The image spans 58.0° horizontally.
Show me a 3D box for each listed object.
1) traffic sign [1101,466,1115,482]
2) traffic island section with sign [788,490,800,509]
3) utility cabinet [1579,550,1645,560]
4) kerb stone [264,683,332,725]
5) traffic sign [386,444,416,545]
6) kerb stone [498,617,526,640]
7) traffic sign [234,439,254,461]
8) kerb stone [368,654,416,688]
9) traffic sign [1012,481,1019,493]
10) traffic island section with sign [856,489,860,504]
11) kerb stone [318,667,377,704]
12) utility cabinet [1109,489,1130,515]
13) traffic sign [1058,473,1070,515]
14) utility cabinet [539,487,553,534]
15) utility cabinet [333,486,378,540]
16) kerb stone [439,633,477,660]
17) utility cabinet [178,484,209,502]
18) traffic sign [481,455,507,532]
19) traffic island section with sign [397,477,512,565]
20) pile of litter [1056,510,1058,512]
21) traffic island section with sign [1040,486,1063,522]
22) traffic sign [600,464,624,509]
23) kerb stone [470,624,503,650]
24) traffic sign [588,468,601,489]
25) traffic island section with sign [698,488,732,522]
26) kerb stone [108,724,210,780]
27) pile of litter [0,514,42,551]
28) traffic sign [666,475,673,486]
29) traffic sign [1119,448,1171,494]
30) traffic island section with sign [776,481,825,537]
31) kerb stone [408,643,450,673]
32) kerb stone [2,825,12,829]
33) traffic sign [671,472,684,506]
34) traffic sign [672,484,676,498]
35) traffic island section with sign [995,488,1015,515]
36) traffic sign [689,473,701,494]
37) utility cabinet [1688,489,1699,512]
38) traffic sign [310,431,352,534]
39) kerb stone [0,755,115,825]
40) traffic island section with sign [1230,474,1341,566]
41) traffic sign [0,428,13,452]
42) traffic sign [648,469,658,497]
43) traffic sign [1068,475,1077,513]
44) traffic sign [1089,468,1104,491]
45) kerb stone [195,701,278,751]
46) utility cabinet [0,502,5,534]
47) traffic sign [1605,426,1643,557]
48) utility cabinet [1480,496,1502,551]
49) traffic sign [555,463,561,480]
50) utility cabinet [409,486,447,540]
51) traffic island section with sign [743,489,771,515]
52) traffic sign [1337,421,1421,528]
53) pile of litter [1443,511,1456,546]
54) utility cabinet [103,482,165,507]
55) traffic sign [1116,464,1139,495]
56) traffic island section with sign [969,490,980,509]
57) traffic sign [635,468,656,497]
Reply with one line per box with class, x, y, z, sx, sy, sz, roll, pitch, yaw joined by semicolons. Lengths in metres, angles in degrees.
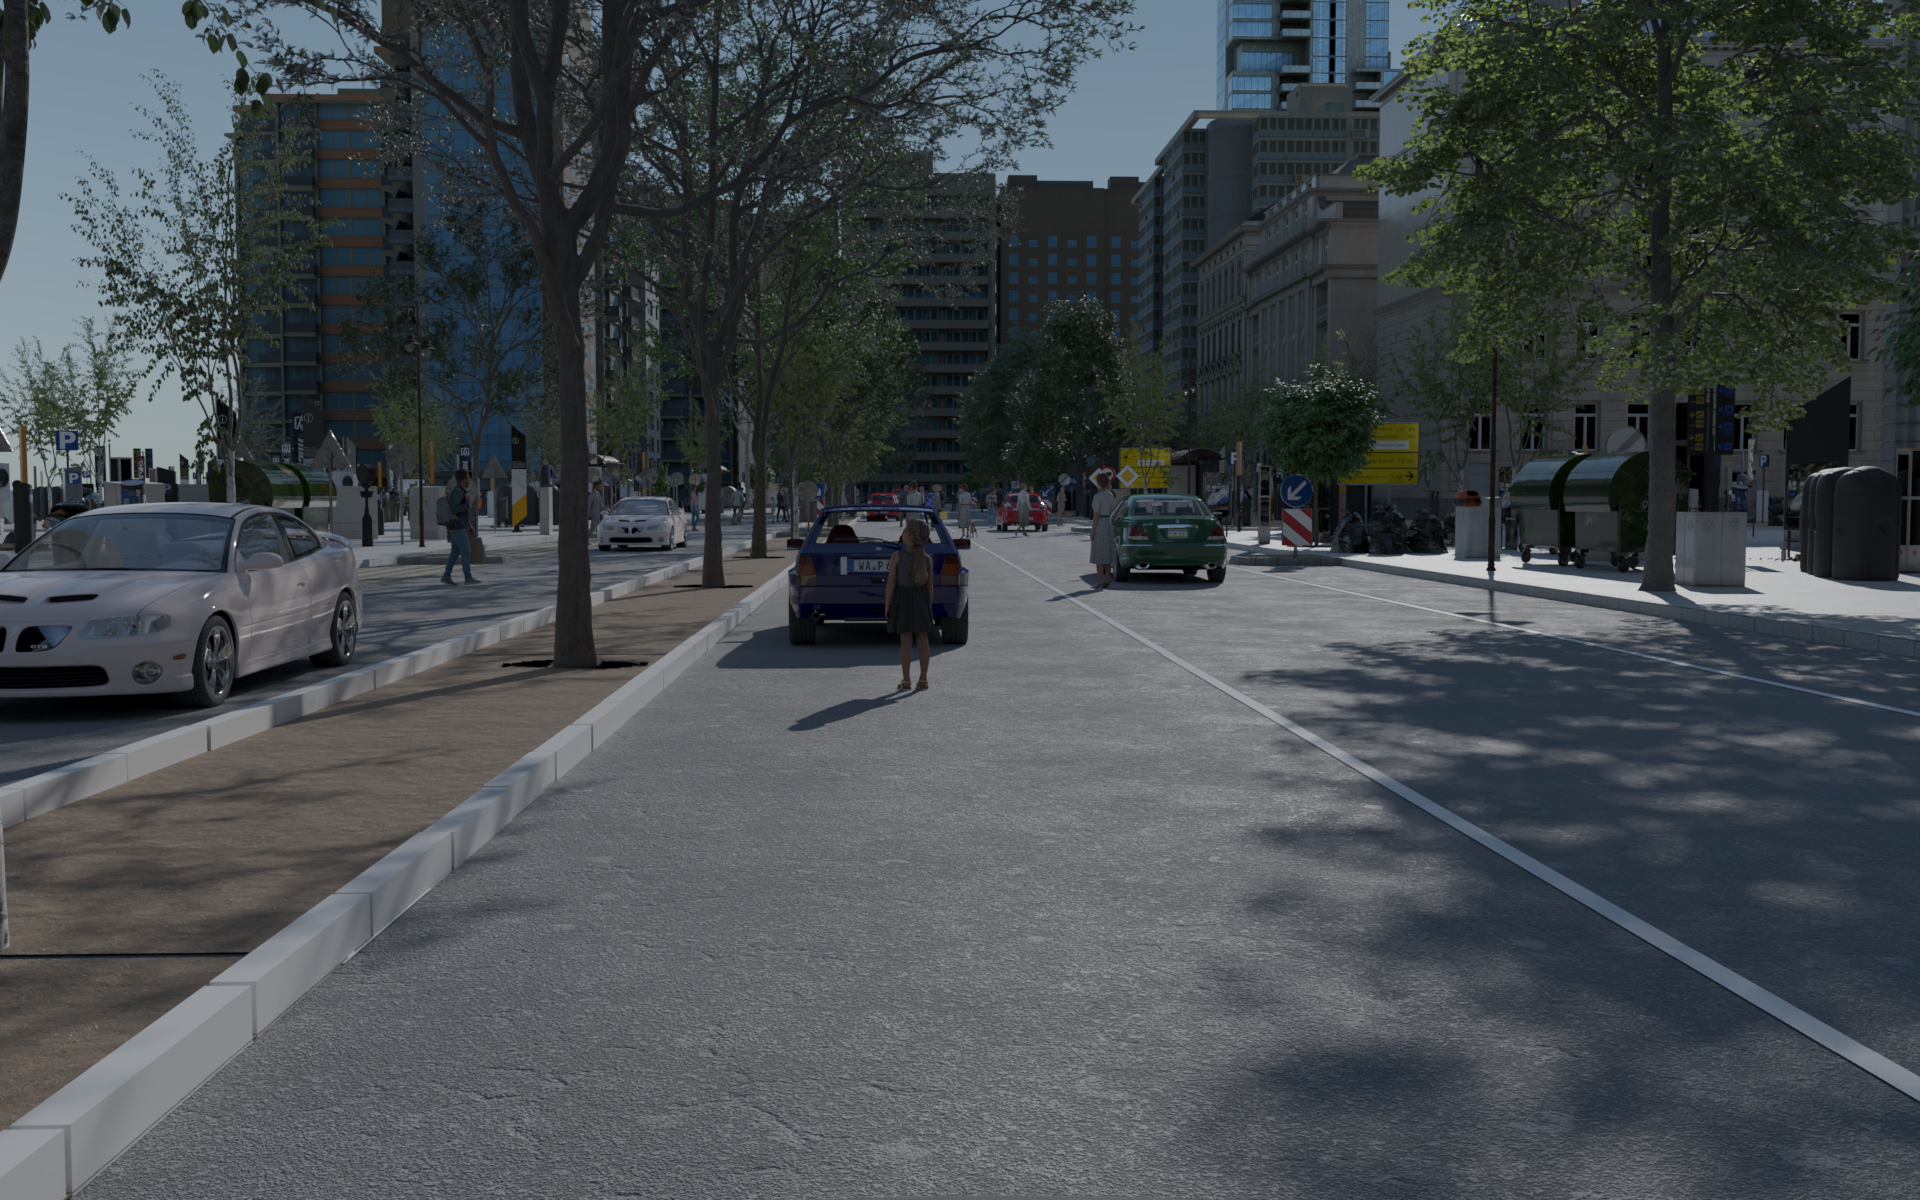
traffic sign;6.658;-4.797;78.537;0.768;2.556;0.104;0;4;6
traffic island section with sign;-15.756;-9.732;167.740;1.989;1.847;2.006;0;4;-2
utility cabinet;12.489;-1.499;33.187;1.173;1.500;0.318;0;4;6
kerb stone;-4.277;0.677;11.125;0.120;0.150;1.000;0;4;-2
traffic sign;-14.171;-2.681;43.937;0.768;2.556;0.104;0;4;1
kerb stone;-4.524;0.301;17.277;0.120;0.150;1.000;0;4;-2
traffic sign;-16.825;-2.481;40.560;0.884;2.594;0.081;0;4;3
kerb stone;-4.353;0.552;13.174;0.120;0.150;1.000;0;4;-2
traffic sign;4.403;-8.296;137.770;0.606;2.300;0.079;0;4;6
traffic island section with sign;-8.484;-8.109;140.721;2.006;1.907;1.989;0;4;-2
kerb stone;-4.320;0.615;12.146;0.120;0.150;1.000;0;4;-2
utility cabinet;7.296;-4.384;80.354;1.173;1.500;0.318;-1;4;-22
traffic sign;6.415;-6.525;106.784;0.768;2.556;0.104;0;4;-1
utility cabinet;-13.198;-2.844;55.174;0.318;1.500;1.173;0;4;-8
utility cabinet;-16.792;-2.411;48.101;1.173;1.500;0.318;-1;4;-19
kerb stone;-4.448;0.426;15.224;0.120;0.150;1.000;0;4;-2
utility cabinet;-17.183;-1.818;38.411;0.318;1.500;1.173;3;5;43
traffic sign;-15.551;-3.537;57.835;0.884;2.594;0.081;0;4;2
traffic island section with sign;-10.408;-1.668;35.894;1.989;1.847;2.006;0;4;-2
pile of litter;6.440;-6.860;126.129;1.176;0.858;1.719;-2;4;-28
traffic island section with sign;4.348;-5.038;90.998;1.989;1.847;2.006;0;4;-2
traffic sign;-11.596;-3.305;57.686;0.795;2.450;0.064;0;4;-2
kerb stone;-4.488;0.365;16.248;0.120;0.150;1.000;0;4;-2
traffic sign;-17.854;-5.148;84.280;0.768;2.556;0.104;0;4;-1
traffic island section with sign;-12.626;-5.012;90.571;1.989;1.847;2.006;0;4;-2
kerb stone;-4.203;0.802;9.077;0.120;0.150;1.000;0;4;-2
pile of litter;-21.398;-1.562;39.509;1.719;0.858;1.176;1;4;19
traffic sign;-17.340;-6.240;103.215;0.795;2.450;0.064;0;4;0
traffic sign;8.122;-5.020;75.949;2.265;3.308;0.079;0;4;1
traffic island section with sign;-5.137;-3.065;58.243;2.006;1.907;1.989;0;4;-2
kerb stone;-4.395;0.491;14.200;0.120;0.150;1.000;0;4;-2
kerb stone;-4.113;0.928;7.032;0.120;0.150;1.000;0;4;-2
traffic sign;-16.444;-6.151;100.679;0.768;2.556;0.104;0;4;3
traffic sign;-20.642;-7.638;124.988;0.768;2.556;0.104;0;4;0
traffic island section with sign;3.242;-6.691;118.018;1.989;1.847;2.006;0;4;-2
traffic sign;-16.293;-6.503;106.429;0.768;2.556;0.104;0;4;3
utility cabinet;30.290;-3.852;71.656;0.318;1.500;1.173;1;4;13
traffic sign;-12.928;-2.176;35.582;0.884;2.594;0.081;0;4;5
kerb stone;-4.157;0.867;8.057;0.120;0.150;1.000;0;4;-2
traffic island section with sign;6.605;-1.641;35.453;1.989;1.847;2.006;0;4;-2
traffic sign;-12.424;-1.343;21.958;0.884;2.594;0.081;0;4;6
traffic sign;-15.753;-5.381;88.085;0.768;2.556;0.104;0;4;5
traffic sign;7.538;-7.120;116.522;0.768;2.556;0.104;0;4;1
traffic sign;5.312;-3.835;66.341;0.795;2.450;0.064;0;4;-2
kerb stone;-4.233;0.741;10.099;0.120;0.150;1.000;0;4;-2
utility cabinet;-30.355;-2.808;54.594;0.318;1.500;1.173;-2;4;-24
traffic sign;12.431;-1.978;32.445;0.768;2.556;0.104;0;4;1
utility cabinet;12.158;-1.742;39.643;0.306;1.237;1.020;0;4;8
traffic sign;-16.049;-4.286;70.179;0.768;2.556;0.104;0;4;7
utility cabinet;-14.718;-2.399;47.895;1.173;1.500;0.318;2;4;32
traffic island section with sign;-13.727;-6.673;117.724;1.989;1.847;2.006;0;4;-2
traffic sign;11.761;-3.354;48.707;2.265;3.308;0.079;0;4;6
pile of litter;12.087;-1.775;42.992;1.176;0.858;1.719;-1;4;-21
utility cabinet;-14.869;-1.381;31.255;0.318;1.500;1.173;1;4;16
traffic sign;5.635;-3.347;58.362;0.795;2.450;0.064;0;4;-2
traffic island section with sign;1.208;-9.753;168.090;1.989;1.847;2.006;0;4;-2
traffic sign;-11.919;-3.793;65.665;0.795;2.450;0.064;0;4;-2
